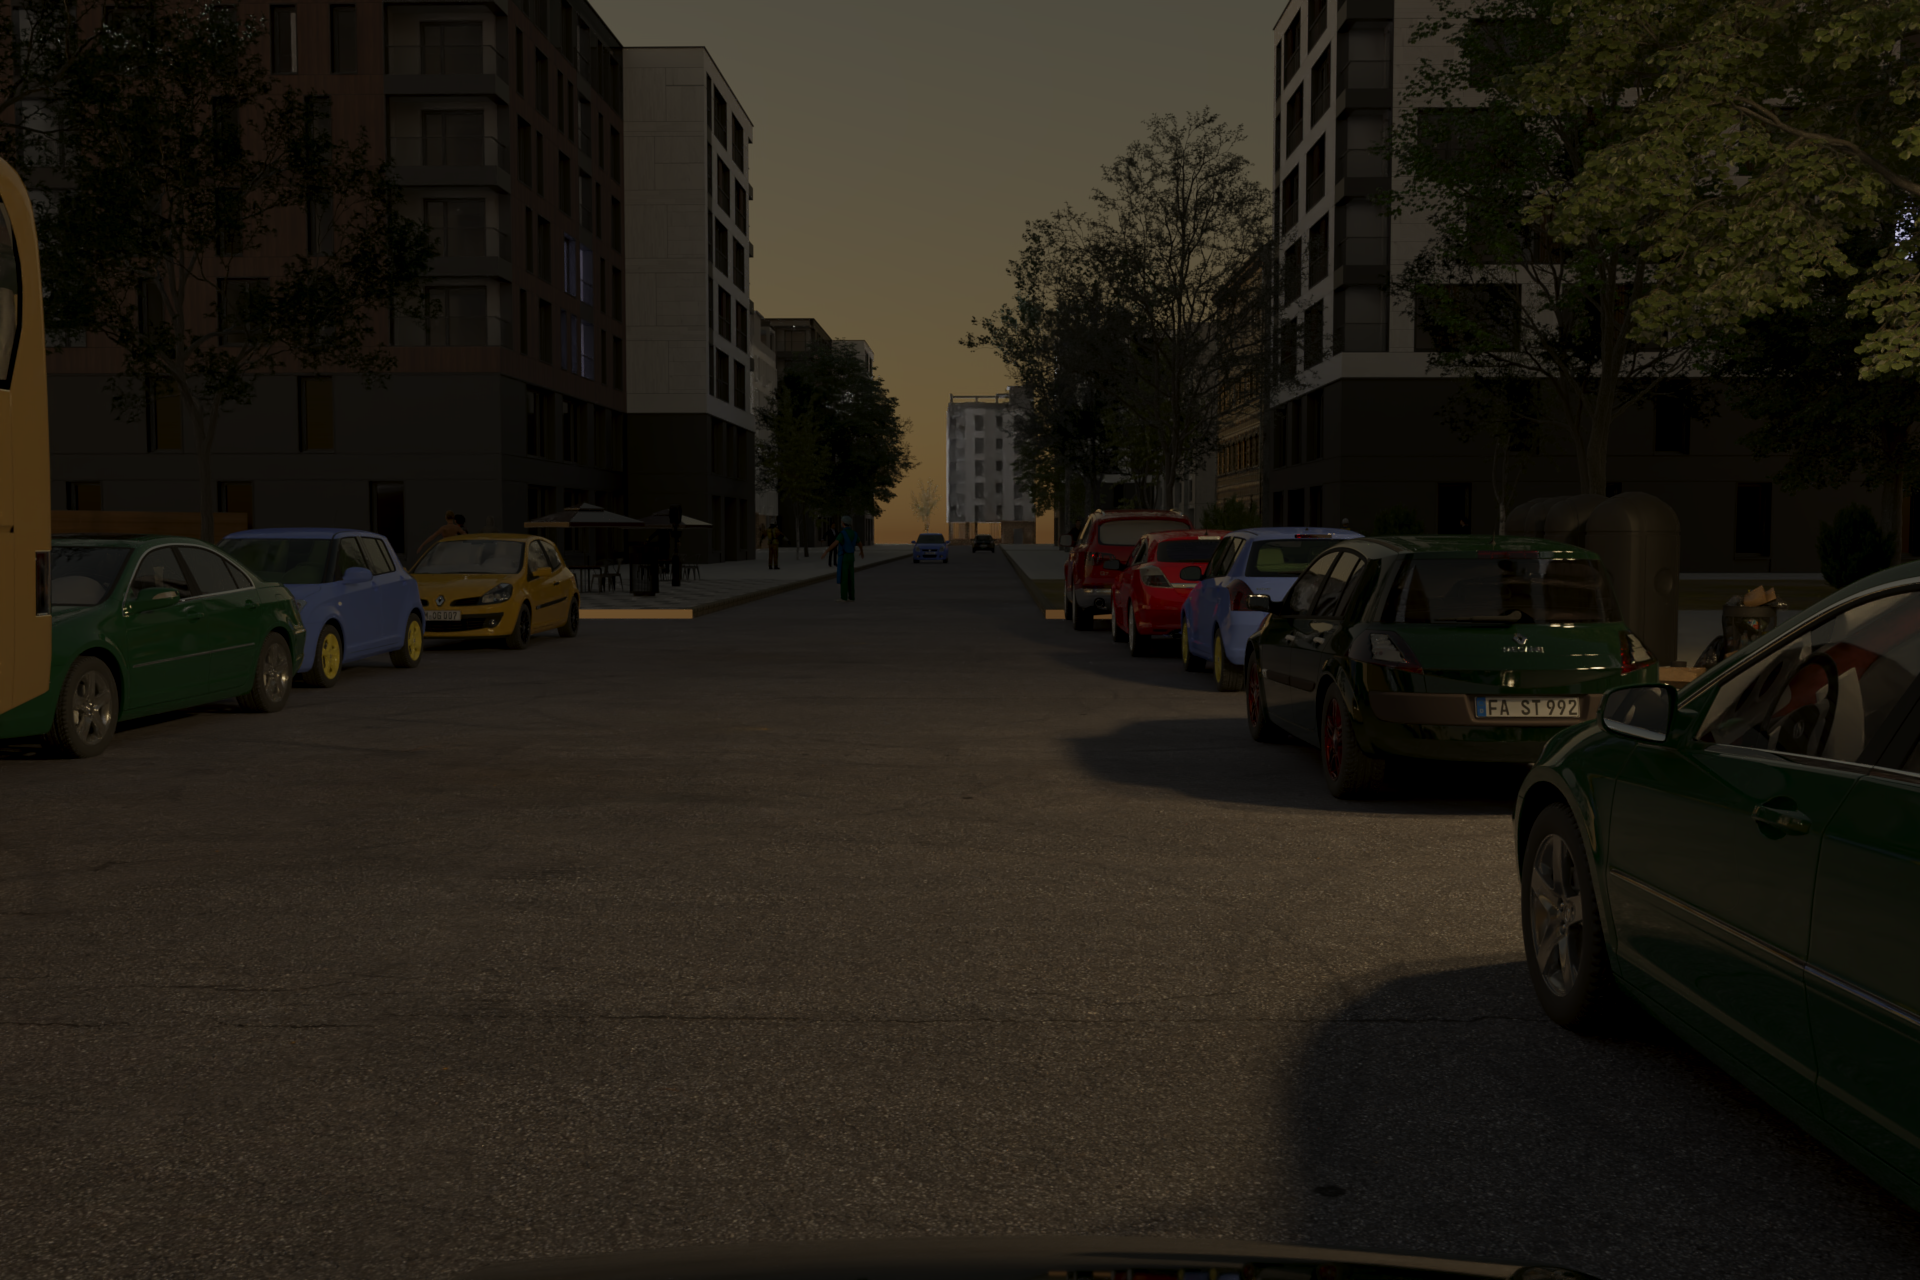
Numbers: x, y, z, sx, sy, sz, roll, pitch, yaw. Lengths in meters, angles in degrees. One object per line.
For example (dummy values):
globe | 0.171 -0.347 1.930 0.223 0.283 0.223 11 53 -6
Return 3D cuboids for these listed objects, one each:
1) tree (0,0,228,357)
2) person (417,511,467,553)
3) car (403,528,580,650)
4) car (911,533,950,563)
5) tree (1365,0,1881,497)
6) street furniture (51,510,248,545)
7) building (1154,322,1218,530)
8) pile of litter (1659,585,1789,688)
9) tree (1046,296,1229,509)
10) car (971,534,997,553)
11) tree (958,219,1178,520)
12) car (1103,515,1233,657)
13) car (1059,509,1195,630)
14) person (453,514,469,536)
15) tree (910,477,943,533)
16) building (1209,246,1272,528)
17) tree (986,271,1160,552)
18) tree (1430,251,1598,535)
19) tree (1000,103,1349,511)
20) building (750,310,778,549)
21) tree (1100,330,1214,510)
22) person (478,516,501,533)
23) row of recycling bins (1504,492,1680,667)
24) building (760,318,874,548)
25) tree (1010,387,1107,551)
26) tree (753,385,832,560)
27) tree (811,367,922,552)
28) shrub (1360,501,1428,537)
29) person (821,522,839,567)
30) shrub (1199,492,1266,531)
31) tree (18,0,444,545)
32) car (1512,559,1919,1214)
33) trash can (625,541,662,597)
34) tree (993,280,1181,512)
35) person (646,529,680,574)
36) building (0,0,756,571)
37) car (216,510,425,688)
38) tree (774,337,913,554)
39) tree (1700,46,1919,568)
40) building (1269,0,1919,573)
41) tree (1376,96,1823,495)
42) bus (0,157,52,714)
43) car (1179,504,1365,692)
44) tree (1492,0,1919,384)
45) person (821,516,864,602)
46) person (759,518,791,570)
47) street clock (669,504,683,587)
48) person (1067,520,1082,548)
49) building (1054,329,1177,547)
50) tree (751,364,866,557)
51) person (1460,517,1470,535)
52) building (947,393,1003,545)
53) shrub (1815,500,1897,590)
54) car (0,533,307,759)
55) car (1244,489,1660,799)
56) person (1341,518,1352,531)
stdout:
tree | -12.601 -5.166 18.881 8.767 10.594 7.601 -2 4 -25
person | -9.848 -1.624 33.357 1.217 1.733 0.721 -3 4 -37
car | -6.201 -0.760 22.649 2.015 1.641 3.980 0 4 1
car | -1.440 -4.676 86.036 1.945 1.707 3.694 0 4 1
tree | 9.637 -6.114 25.712 9.928 11.665 9.643 0 3 0
street furniture | -16.449 -1.759 35.620 9.812 1.723 11.010 2 4 25
building | 27.187 -17.522 152.950 16.747 18.905 31.486 0 4 1
pile of litter | 6.357 -0.024 14.354 1.176 0.858 1.719 0 4 1
tree | 6.924 -8.182 68.187 7.601 10.594 8.767 -1 4 -15
car | 1.798 -7.473 131.978 2.009 1.686 4.222 0 4 1
tree | 6.731 -15.236 105.003 12.611 20.169 13.585 0 3 0
car | 2.898 -0.774 21.693 2.155 1.783 4.494 0 4 1
car | 2.719 -1.137 27.270 2.281 1.827 5.304 0 4 1
person | -13.836 -2.546 47.764 0.704 1.843 1.345 1 4 18
tree | -3.901 -16.604 221.843 4.360 8.622 3.978 0 3 0
building | 25.587 -16.572 101.883 19.493 23.208 18.063 0 4 1
tree | 8.880 -16.174 120.337 12.611 20.169 13.585 0 3 0
tree | 13.641 -5.739 44.194 4.360 8.622 3.978 0 3 0
tree | 6.125 -8.533 49.886 12.009 13.543 11.850 0 3 0
building | -22.125 -17.821 147.793 16.016 20.090 11.380 0 4 1
tree | 6.517 -6.634 58.827 4.737 8.622 4.395 0 3 0
person | -13.530 -2.683 49.997 1.348 1.813 0.705 1 4 15
row of recycling bins | 6.580 -0.687 18.349 1.069 1.692 3.534 0 4 1
building | -23.992 -20.579 180.438 27.936 21.610 32.646 0 4 1
tree | 7.459 -13.194 133.842 7.486 12.596 7.792 0 3 0
tree | -8.001 -8.229 84.907 4.737 8.622 4.395 0 3 0
tree | -7.792 -13.282 127.529 12.009 13.543 11.850 0 3 0
shrub | 10.494 -2.300 41.641 1.661 2.075 1.752 0 3 0
person | -4.924 -3.728 67.675 1.216 1.740 0.721 -3 4 -36
shrub | 5.099 -1.750 32.657 1.661 2.075 1.752 0 3 0
tree | -12.398 -5.772 28.790 8.767 10.594 7.601 0 4 5
car | 2.610 0.501 3.603 2.131 1.459 4.920 0 4 1
trash can | -6.513 -1.472 35.716 0.748 1.137 0.748 0 3 0
tree | 6.532 -10.558 82.997 12.009 13.543 11.850 0 3 0
person | -9.570 -3.053 55.850 1.347 1.837 0.705 -3 5 -40
building | -24.669 -13.895 71.155 27.936 21.610 32.646 0 4 1
car | -6.668 -0.467 17.234 1.945 1.707 3.694 0 4 1
tree | -7.552 -12.538 111.645 9.857 13.997 8.962 0 3 0
tree | 23.619 -8.390 43.829 9.857 13.997 8.962 0 3 0
building | 26.602 -13.978 72.507 27.936 21.610 32.646 0 4 1
tree | 12.868 -6.163 35.173 8.767 10.594 7.601 1 4 10
bus | -6.511 -0.743 3.692 2.896 3.916 12.252 0 4 1
car | 3.170 -0.453 16.995 1.945 1.707 3.694 0 3 0
tree | 8.673 -5.931 15.101 7.486 12.596 7.792 0 3 0
person | -2.421 -1.713 36.597 0.704 1.817 1.347 3 4 36
person | -6.748 -3.486 62.760 1.354 1.858 0.705 2 4 29
street clock | -6.958 -2.313 42.392 0.358 2.002 0.471 0 4 3
person | 4.342 -3.513 63.571 1.346 1.812 0.704 -1 4 -14
building | 24.104 -21.102 188.985 27.936 21.610 32.646 0 4 1
tree | -8.840 -9.864 95.684 7.601 10.594 8.767 -1 4 -13
person | 15.920 -2.974 54.820 0.705 1.806 1.347 2 4 26
building | -1.313 -22.361 224.472 11.380 20.090 16.016 0 4 -5
shrub | 19.387 -2.023 37.496 1.690 2.028 1.600 0 3 0
car | -6.425 -0.048 12.577 2.131 1.459 4.920 0 4 1
car | 2.866 -0.059 10.745 2.009 1.686 4.222 0 4 0
person | 12.054 -2.920 54.213 1.216 1.772 0.721 1 4 14
